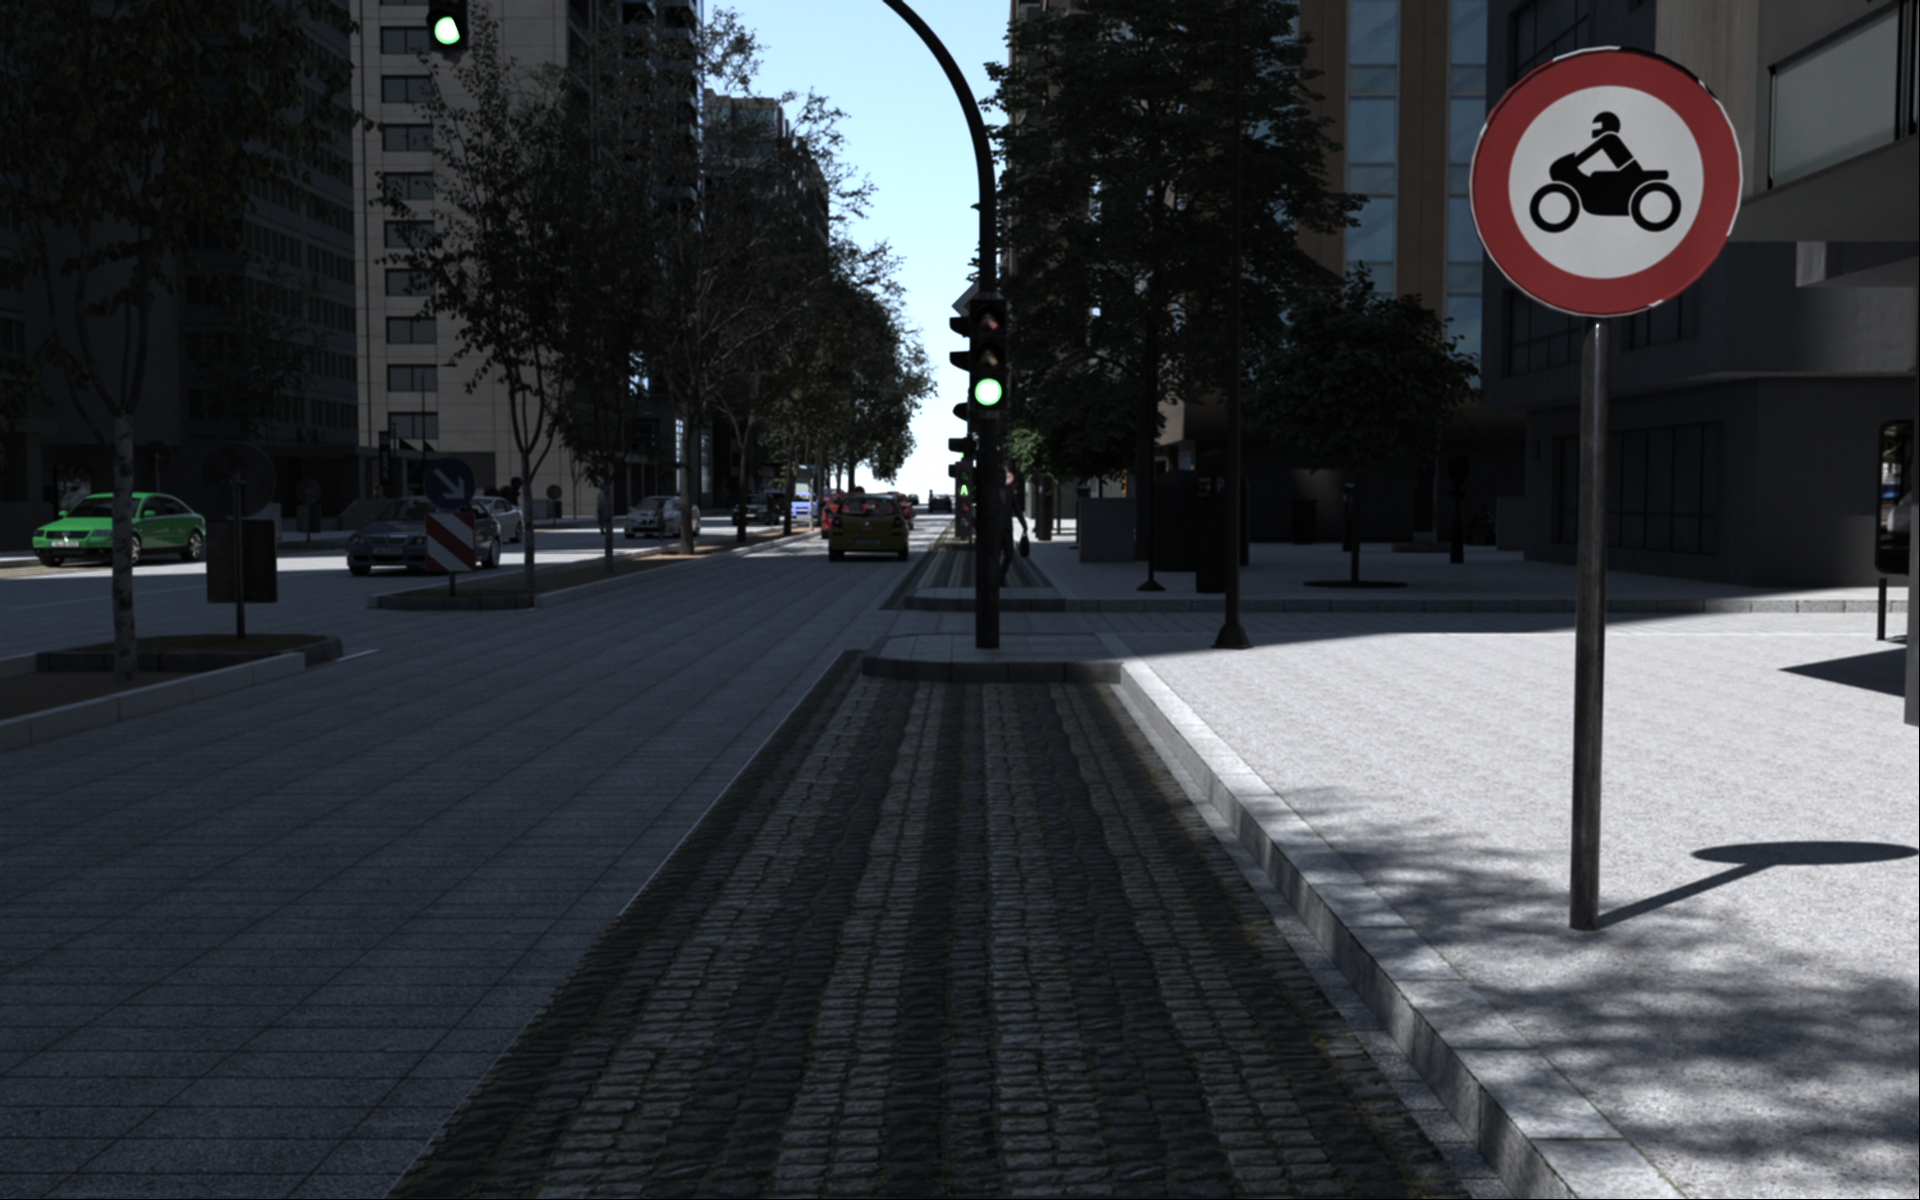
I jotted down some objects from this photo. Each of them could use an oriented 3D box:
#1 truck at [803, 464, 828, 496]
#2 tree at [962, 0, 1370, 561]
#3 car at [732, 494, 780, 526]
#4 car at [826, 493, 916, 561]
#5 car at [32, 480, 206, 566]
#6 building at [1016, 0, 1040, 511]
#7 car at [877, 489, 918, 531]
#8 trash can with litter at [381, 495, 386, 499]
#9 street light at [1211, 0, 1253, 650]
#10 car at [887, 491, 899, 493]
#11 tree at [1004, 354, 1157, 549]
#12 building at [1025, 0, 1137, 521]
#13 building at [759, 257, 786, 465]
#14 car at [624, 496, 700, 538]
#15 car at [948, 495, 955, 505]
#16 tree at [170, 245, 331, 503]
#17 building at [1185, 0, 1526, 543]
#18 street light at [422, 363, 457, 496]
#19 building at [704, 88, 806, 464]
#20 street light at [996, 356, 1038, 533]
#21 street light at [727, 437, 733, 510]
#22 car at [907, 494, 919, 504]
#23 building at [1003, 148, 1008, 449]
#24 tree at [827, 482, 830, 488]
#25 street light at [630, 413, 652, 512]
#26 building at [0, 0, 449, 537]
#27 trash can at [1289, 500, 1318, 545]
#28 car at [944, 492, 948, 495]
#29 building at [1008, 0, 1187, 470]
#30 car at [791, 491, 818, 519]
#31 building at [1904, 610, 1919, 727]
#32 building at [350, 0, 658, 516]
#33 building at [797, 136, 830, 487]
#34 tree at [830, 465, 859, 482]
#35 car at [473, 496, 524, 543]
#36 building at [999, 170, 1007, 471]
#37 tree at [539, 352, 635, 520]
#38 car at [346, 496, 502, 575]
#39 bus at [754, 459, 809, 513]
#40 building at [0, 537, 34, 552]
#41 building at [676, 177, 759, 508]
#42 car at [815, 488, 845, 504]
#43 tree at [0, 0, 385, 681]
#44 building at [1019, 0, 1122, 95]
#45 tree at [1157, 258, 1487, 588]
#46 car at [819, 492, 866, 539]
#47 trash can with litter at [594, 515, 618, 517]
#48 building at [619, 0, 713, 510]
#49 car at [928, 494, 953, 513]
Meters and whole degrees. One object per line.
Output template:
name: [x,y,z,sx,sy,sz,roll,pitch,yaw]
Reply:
truck: [-12.869,-10.320,158.484,2.967,4.110,18.799,0,4,0]
tree: [3.950,-7.024,32.968,7.486,12.596,7.792,0,3,0]
car: [-9.269,-4.214,78.688,2.009,1.686,4.222,0,4,2]
car: [-1.986,-1.718,38.313,2.015,1.641,3.980,0,4,-1]
car: [-17.173,-1.635,35.536,1.959,1.807,4.718,0,4,0]
building: [11.403,-27.667,135.945,14.154,41.232,14.086,0,4,0]
car: [-2.792,-3.692,69.396,2.155,1.783,4.494,0,4,0]
trash can with litter: [-30.219,-4.914,91.395,1.678,1.210,2.233,0,4,-3]
street light: [1.731,-2.554,14.292,1.470,5.913,1.316,0,4,0]
car: [-8.537,-13.006,221.326,2.281,1.827,5.304,0,4,-1]
tree: [3.274,-3.485,40.693,4.285,4.588,4.351,0,3,0]
building: [14.723,-46.939,80.118,22.319,86.520,31.000,0,4,0]
building: [-26.692,-25.537,189.232,14.160,30.474,14.107,0,4,0]
car: [-9.850,-2.762,57.522,2.083,1.381,4.827,0,4,2]
car: [-1.107,-11.196,195.411,2.083,1.381,4.827,0,4,-1]
tree: [-20.456,-6.116,50.354,4.360,8.622,3.978,0,3,0]
building: [12.789,-24.510,50.848,14.600,45.320,14.200,0,4,0]
street light: [-18.542,-5.450,61.656,1.470,5.913,1.316,0,4,0]
building: [-30.609,-36.210,211.639,23.786,49.044,30.456,0,4,0]
street light: [2.020,-5.200,57.557,1.470,5.913,1.316,0,4,0]
street light: [-17.909,-10.120,138.005,1.470,5.913,1.316,0,4,0]
car: [-6.876,-14.873,252.965,2.009,1.686,4.222,0,4,1]
building: [16.335,-33.737,206.228,22.147,44.769,28.867,0,4,0]
tree: [-17.840,-14.448,230.828,1.663,3.219,1.824,0,3,0]
street light: [-18.261,-7.735,99.010,1.470,5.913,1.316,0,4,0]
building: [-37.565,-22.893,66.186,32.217,40.220,23.993,0,4,0]
trash can: [8.748,-1.985,44.109,0.748,1.137,0.748,0,3,0]
car: [-1.768,-14.851,252.407,1.945,1.707,3.694,0,4,2]
building: [11.215,-30.601,150.443,14.600,45.320,14.200,0,4,0]
car: [-9.067,-5.596,101.084,1.945,1.707,3.694,0,3,0]
building: [10.570,-19.684,5.432,14.154,41.232,14.086,0,4,0]
building: [-30.092,-40.922,107.331,20.563,71.187,20.611,0,4,0]
building: [-29.433,-37.566,237.897,21.300,48.544,21.600,0,4,0]
tree: [-18.127,-20.244,256.744,9.928,11.665,9.643,0,3,0]
car: [-13.886,-2.275,49.565,2.083,1.381,4.827,0,4,2]
building: [16.429,-38.040,245.661,21.300,48.544,21.600,0,4,0]
tree: [-19.085,-8.324,86.467,4.737,8.622,4.395,0,3,0]
car: [-9.822,-1.227,32.069,2.014,1.417,4.499,0,4,2]
bus: [-12.729,-8.175,125.210,2.896,3.916,12.252,0,4,0]
building: [-37.345,-20.940,34.250,32.217,40.220,23.993,0,4,0]
building: [-26.552,-23.568,157.039,14.160,30.474,14.107,0,4,0]
car: [-8.322,-6.335,112.256,2.281,1.827,5.304,0,3,0]
tree: [-6.425,-3.695,13.239,4.737,8.622,4.395,0,3,0]
building: [15.120,-28.115,114.299,22.147,44.769,28.867,0,4,0]
tree: [5.577,-2.471,24.109,4.285,4.588,4.351,0,3,0]
car: [-3.532,-2.893,56.338,2.155,1.783,4.494,0,4,-1]
trash can with litter: [-19.946,-5.247,96.847,1.678,1.210,2.233,1,4,11]
building: [-30.779,-50.164,132.851,22.319,86.520,31.000,0,4,0]
car: [-1.515,-7.412,133.194,2.014,1.417,4.499,0,4,1]
